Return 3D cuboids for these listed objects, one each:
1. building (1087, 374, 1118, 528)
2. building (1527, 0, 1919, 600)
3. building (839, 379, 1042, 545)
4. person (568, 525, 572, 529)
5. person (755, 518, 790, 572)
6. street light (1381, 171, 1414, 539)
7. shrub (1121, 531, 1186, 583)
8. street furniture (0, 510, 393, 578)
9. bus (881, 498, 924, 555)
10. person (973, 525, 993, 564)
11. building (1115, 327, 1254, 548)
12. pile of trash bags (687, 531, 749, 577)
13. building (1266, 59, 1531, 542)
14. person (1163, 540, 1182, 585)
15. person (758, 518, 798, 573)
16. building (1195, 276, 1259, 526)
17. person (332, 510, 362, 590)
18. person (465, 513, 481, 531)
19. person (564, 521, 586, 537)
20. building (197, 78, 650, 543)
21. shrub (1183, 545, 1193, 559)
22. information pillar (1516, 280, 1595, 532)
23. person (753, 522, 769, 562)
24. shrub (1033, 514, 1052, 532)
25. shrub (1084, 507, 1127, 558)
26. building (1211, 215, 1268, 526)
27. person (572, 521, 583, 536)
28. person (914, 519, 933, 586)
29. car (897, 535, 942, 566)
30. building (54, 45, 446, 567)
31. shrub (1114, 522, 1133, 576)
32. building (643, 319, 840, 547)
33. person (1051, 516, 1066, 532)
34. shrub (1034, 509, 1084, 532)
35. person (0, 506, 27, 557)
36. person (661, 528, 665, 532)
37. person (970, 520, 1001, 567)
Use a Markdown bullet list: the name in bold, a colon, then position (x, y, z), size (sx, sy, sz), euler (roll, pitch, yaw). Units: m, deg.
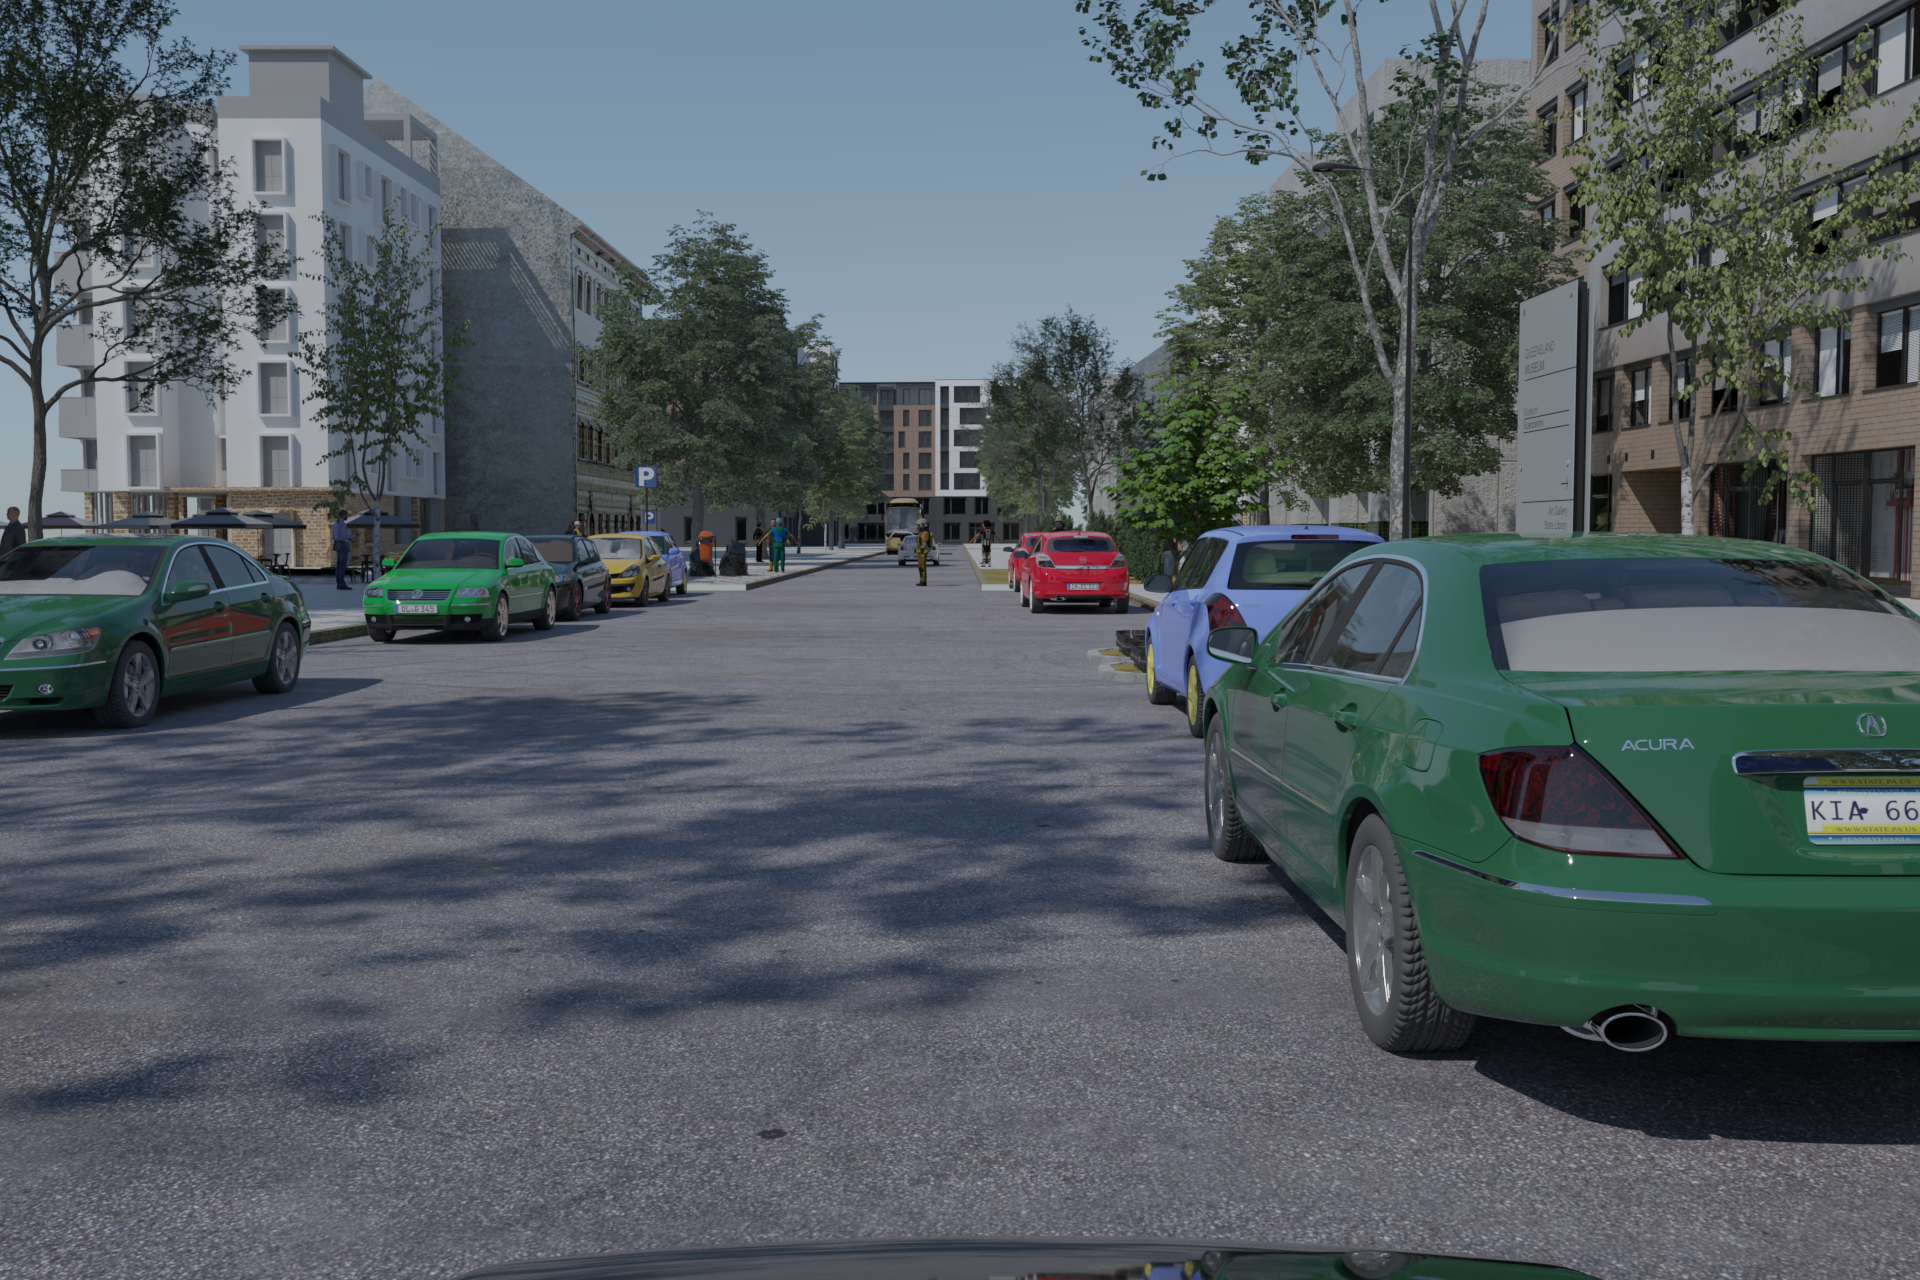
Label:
- **building**: position (24.300, -20.404, 200.056), size (16.747, 18.905, 31.486), euler (0, 3, 0)
- **building**: position (28.332, -13.826, 32.631), size (21.656, 26.213, 47.522), euler (0, 4, 0)
- **building**: position (-4.529, -24.135, 241.036), size (32.646, 21.610, 27.936), euler (0, 4, 4)
- **person**: position (-18.896, -4.699, 83.635), size (0.721, 1.733, 1.217), euler (-1, 4, -9)
- **person**: position (-6.348, -3.233, 58.995), size (1.346, 1.812, 0.704), euler (2, 4, 24)
- **street light**: position (6.170, -3.010, 21.753), size (1.470, 5.913, 1.316), euler (0, 3, 0)
- **shrub**: position (5.036, -2.483, 45.014), size (1.690, 2.028, 1.600), euler (0, 3, 0)
- **street furniture**: position (-24.294, -3.069, 55.205), size (27.439, 1.986, 14.083), euler (0, 4, 2)
- **bus**: position (-3.912, -8.057, 123.280), size (2.896, 3.916, 12.252), euler (0, 4, 0)
- **person**: position (1.046, -4.151, 74.141), size (0.705, 1.796, 1.348), euler (3, 4, 36)
- **building**: position (25.182, -20.613, 167.956), size (19.493, 23.208, 18.063), euler (0, 3, 0)
- **pile of trash bags**: position (-7.467, -2.628, 52.724), size (1.912, 1.369, 3.447), euler (0, 4, 1)
- **building**: position (24.155, -12.652, 73.325), size (16.747, 18.905, 31.486), euler (0, 3, 0)
- **person**: position (4.834, -2.049, 39.713), size (0.705, 1.803, 1.348), euler (0, 4, -6)
- **person**: position (-5.994, -3.128, 57.272), size (1.347, 1.817, 0.704), euler (-1, 4, -17)
- **building**: position (22.501, -16.579, 127.491), size (16.016, 20.090, 11.380), euler (0, 4, 0)
- **person**: position (-14.090, -2.076, 39.852), size (0.599, 1.838, 0.709), euler (-3, 5, -42)
- **person**: position (-12.370, -2.330, 44.228), size (1.348, 1.813, 0.705), euler (3, 5, 42)
- **person**: position (-15.537, -3.877, 69.615), size (1.346, 1.802, 0.704), euler (-1, 4, -21)
- **building**: position (-27.982, -16.036, 93.110), size (19.493, 23.208, 18.063), euler (0, 4, 0)
- **shrub**: position (8.478, -3.126, 62.231), size (1.383, 1.207, 1.383), euler (0, 3, 0)
- **information pillar**: position (5.771, -1.564, 16.889), size (0.184, 3.620, 1.656), euler (0, 3, 0)
- **person**: position (-9.098, -4.437, 78.727), size (0.705, 1.806, 1.347), euler (-3, 4, -37)
- **shrub**: position (3.109, -3.402, 60.045), size (1.690, 2.028, 1.600), euler (0, 3, 0)
- **shrub**: position (3.880, -2.674, 48.145), size (1.690, 2.028, 1.600), euler (0, 3, 0)
- **building**: position (20.252, -15.141, 103.970), size (16.016, 20.090, 11.380), euler (0, 4, 0)
- **person**: position (-14.468, -3.639, 65.968), size (0.721, 1.772, 1.216), euler (1, 4, 14)
- **person**: position (-1.061, -2.409, 47.605), size (0.705, 1.858, 1.354), euler (-1, 4, -9)
- **car**: position (-1.879, -4.121, 79.739), size (2.083, 1.381, 4.827), euler (0, 4, 0)
- **building**: position (-29.278, -12.973, 68.522), size (16.016, 20.090, 11.380), euler (0, 4, 0)
- **shrub**: position (5.154, -2.963, 52.481), size (1.661, 2.075, 1.752), euler (0, 3, 0)
- **building**: position (-27.660, -20.629, 181.251), size (27.936, 21.610, 32.646), euler (0, 4, 0)
- **person**: position (2.331, -1.995, 40.857), size (1.354, 1.856, 0.705), euler (1, 4, 15)
- **shrub**: position (3.039, -2.987, 52.872), size (1.661, 2.075, 1.752), euler (0, 3, 0)
- **person**: position (-16.329, -1.421, 29.831), size (0.990, 1.755, 0.434), euler (3, 5, 41)
- **person**: position (-8.706, -2.612, 49.433), size (1.216, 1.740, 0.721), euler (-2, 4, -35)
- **person**: position (1.024, -3.743, 67.341), size (1.345, 1.843, 0.704), euler (-2, 4, -24)
